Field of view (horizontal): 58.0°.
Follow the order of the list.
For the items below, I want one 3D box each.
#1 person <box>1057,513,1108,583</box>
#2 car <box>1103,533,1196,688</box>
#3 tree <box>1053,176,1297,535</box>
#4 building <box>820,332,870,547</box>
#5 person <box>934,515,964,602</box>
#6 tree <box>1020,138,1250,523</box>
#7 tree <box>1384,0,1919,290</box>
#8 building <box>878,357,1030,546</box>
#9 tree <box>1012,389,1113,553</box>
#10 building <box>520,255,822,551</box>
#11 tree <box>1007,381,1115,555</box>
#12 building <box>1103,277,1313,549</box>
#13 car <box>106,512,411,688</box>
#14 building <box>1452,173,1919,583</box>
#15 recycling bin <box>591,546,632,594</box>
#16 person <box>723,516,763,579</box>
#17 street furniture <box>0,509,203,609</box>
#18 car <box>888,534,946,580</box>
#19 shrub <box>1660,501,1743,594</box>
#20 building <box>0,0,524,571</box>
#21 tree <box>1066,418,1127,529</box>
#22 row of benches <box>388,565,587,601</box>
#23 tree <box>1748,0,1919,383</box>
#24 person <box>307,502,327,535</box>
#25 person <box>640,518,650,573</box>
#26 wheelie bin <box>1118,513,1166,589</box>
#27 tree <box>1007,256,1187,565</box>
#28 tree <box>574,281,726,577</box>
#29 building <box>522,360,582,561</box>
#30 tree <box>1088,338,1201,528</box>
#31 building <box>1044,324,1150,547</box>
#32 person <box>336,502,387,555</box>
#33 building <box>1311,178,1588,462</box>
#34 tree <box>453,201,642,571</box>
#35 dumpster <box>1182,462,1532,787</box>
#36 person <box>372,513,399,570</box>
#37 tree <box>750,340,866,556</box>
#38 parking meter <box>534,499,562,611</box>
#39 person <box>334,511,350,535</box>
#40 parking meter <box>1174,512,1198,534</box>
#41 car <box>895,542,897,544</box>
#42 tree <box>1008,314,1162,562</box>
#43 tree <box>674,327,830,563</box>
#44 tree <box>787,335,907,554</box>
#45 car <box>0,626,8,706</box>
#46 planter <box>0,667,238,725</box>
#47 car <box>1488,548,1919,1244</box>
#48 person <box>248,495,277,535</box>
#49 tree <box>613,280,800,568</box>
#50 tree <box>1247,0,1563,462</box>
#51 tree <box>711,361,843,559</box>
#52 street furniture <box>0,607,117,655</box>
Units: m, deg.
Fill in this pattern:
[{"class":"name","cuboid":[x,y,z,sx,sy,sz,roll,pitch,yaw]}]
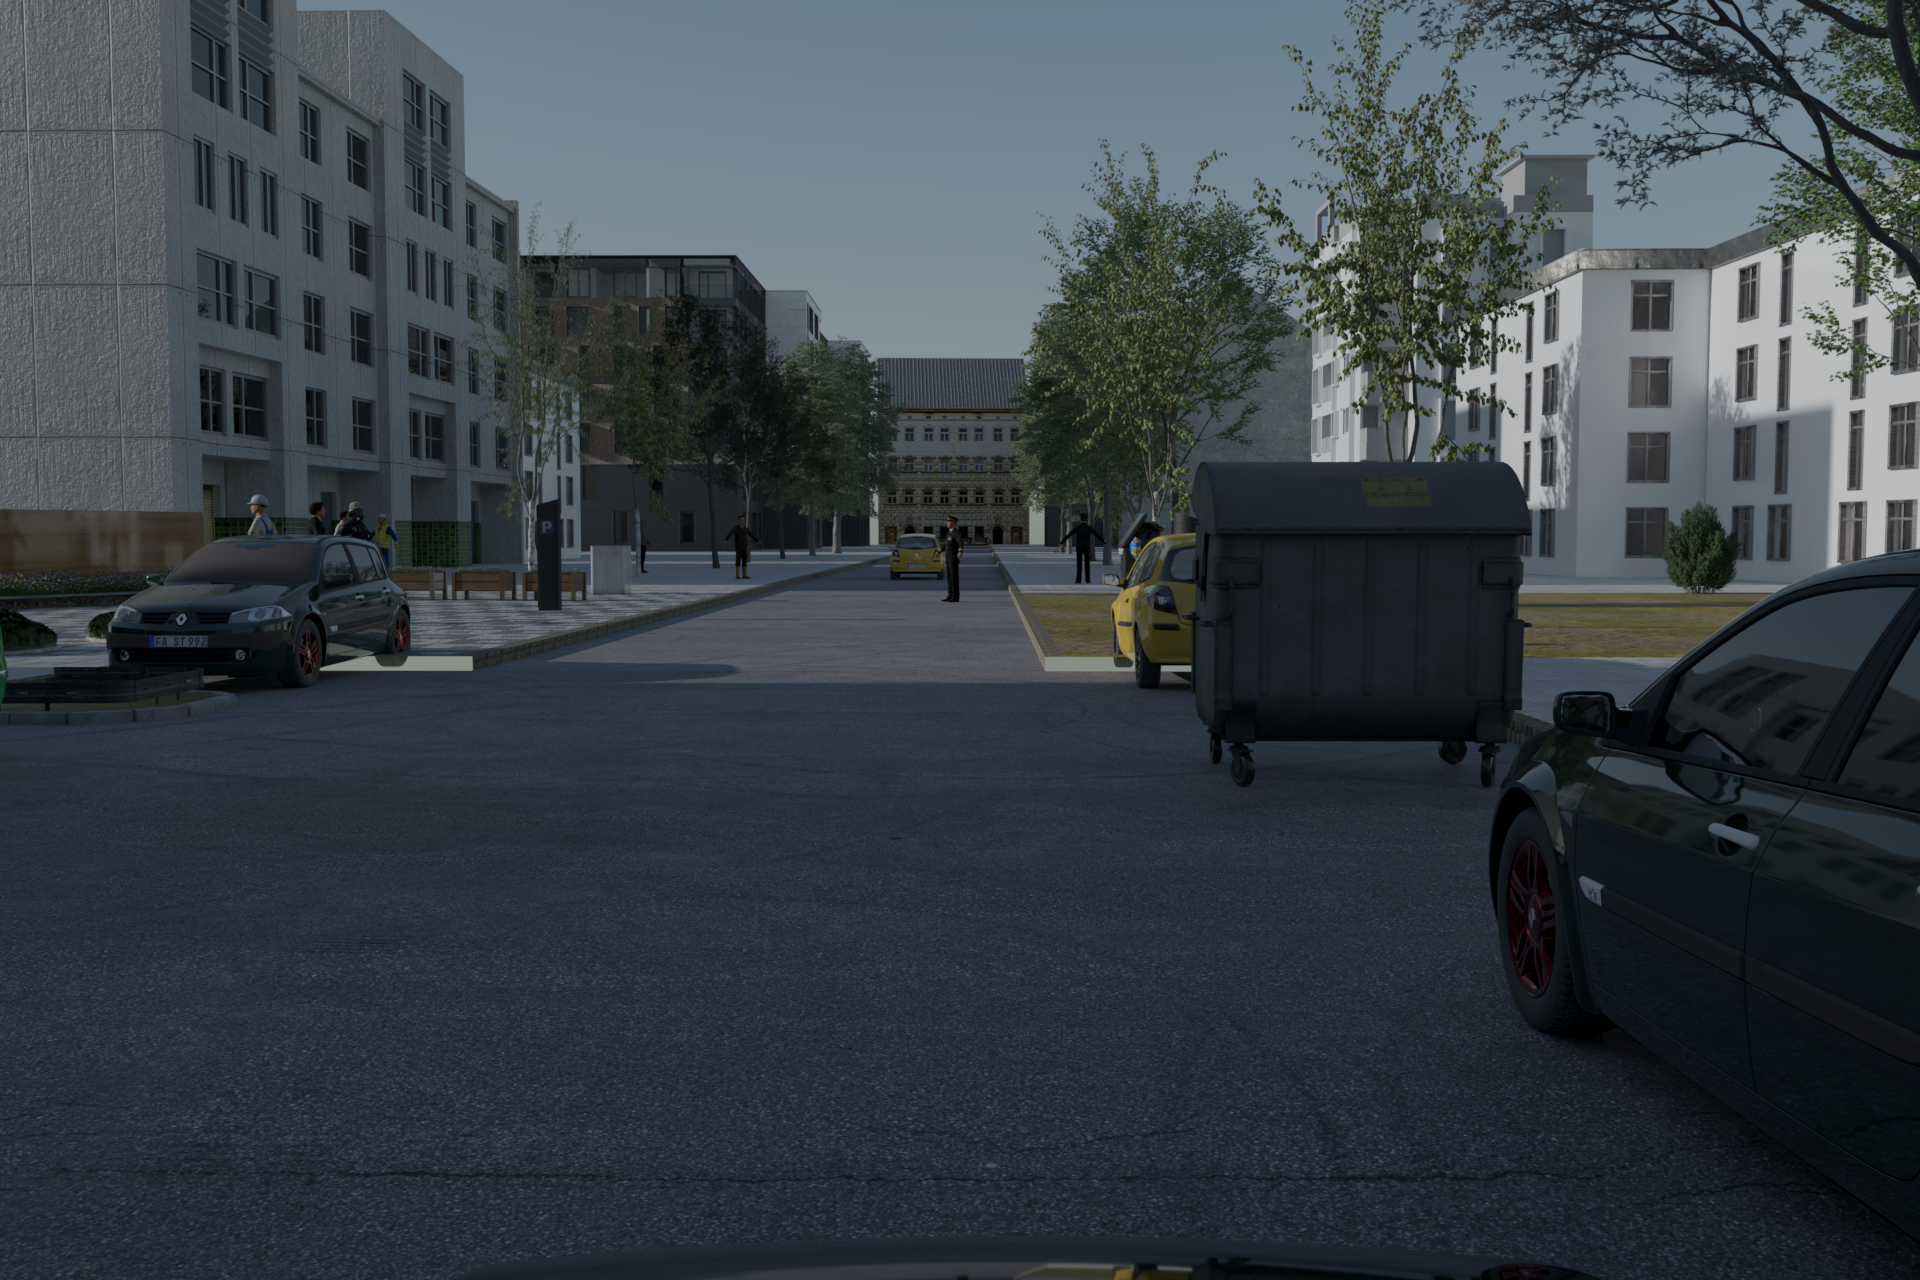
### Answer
[{"class":"person","cuboid":[3.207,-2.393,45.056,1.347,1.837,0.705,0,4,-4]},{"class":"car","cuboid":[2.495,-0.446,17.514,2.015,1.641,3.980,0,4,0]},{"class":"tree","cuboid":[6.279,-7.671,51.181,9.928,11.665,9.643,0,3,0]},{"class":"building","cuboid":[-24.498,-20.614,181.010,27.936,21.610,32.646,0,4,1]},{"class":"person","cuboid":[-0.184,-1.721,36.526,0.705,1.837,1.347,-2,4,-23]},{"class":"tree","cuboid":[3.477,-4.984,31.847,4.737,8.622,4.395,0,3,0]},{"class":"tree","cuboid":[8.027,-6.310,13.535,12.009,13.543,11.850,0,3,0]},{"class":"building","cuboid":[-1.118,-23.332,214.858,18.063,23.208,19.493,0,4,-2]},{"class":"tree","cuboid":[7.214,-11.864,119.726,9.928,11.665,9.643,0,3,0]},{"class":"building","cuboid":[-26.775,-18.312,143.378,27.936,21.610,32.646,0,4,0]},{"class":"tree","cuboid":[6.480,-11.584,107.525,7.486,12.596,7.792,0,3,0]},{"class":"building","cuboid":[22.979,-19.878,155.934,19.493,23.208,18.063,0,4,0]},{"class":"car","cuboid":[-6.905,-0.465,17.391,2.009,1.686,4.222,0,4,1]},{"class":"building","cuboid":[22.732,-6.665,51.122,9.099,9.664,28.070,0,4,1]},{"class":"recycling bin","cuboid":[-7.469,-1.502,37.104,0.722,1.027,0.722,0,4,2]},{"class":"person","cuboid":[-6.245,-2.659,49.609,1.346,1.812,0.704,-3,5,-41]},{"class":"street furniture","cuboid":[-18.032,-1.529,31.856,11.010,1.723,9.812,1,4,22]},{"class":"car","cuboid":[-1.336,-2.779,55.660,2.015,1.641,3.980,0,4,0]},{"class":"shrub","cuboid":[16.004,-2.018,37.410,1.690,2.028,1.600,0,3,0]},{"class":"building","cuboid":[-27.733,-11.783,59.107,16.747,18.905,31.486,0,4,2]},{"class":"tree","cuboid":[7.077,-8.595,90.892,4.737,8.622,4.395,0,3,0]},{"class":"row of benches","cuboid":[-9.324,-1.112,33.651,4.104,0.672,1.422,1,4,9]},{"class":"tree","cuboid":[16.613,-6.249,27.920,9.928,11.665,9.643,0,3,0]},{"class":"person","cuboid":[-10.464,-1.354,28.327,0.705,1.806,1.347,-2,4,-26]},{"class":"person","cuboid":[-10.462,-3.122,57.174,0.705,1.813,1.348,-1,4,-20]},{"class":"wheelie bin","cuboid":[2.702,-1.084,25.635,0.693,1.594,0.980,0,4,-1]},{"class":"tree","cuboid":[5.649,-9.318,70.480,7.486,12.596,7.792,0,3,0]},{"class":"tree","cuboid":[-9.315,-6.166,51.183,4.737,8.622,4.395,0,3,0]},{"class":"building","cuboid":[-25.014,-9.286,93.966,9.099,9.664,28.070,0,4,0]},{"class":"tree","cuboid":[6.368,-6.788,61.340,4.737,8.622,4.395,0,3,0]},{"class":"building","cuboid":[22.874,-20.850,184.878,27.936,21.610,32.646,0,4,1]},{"class":"person","cuboid":[-10.788,-1.544,31.023,0.705,1.856,1.354,1,4,20]},{"class":"building","cuboid":[25.393,-14.819,98.714,16.016,20.090,11.380,0,4,1]},{"class":"tree","cuboid":[-9.902,-5.424,39.053,4.360,8.622,3.978,0,3,0]},{"class":"dumpster","cuboid":[2.306,-0.126,10.279,1.865,1.857,1.264,0,4,1]},{"class":"person","cuboid":[-15.465,-2.467,46.305,1.349,1.833,0.705,2,4,28]},{"class":"tree","cuboid":[-9.058,-11.219,101.559,7.486,12.596,7.792,0,3,0]},{"class":"parking meter","cuboid":[-6.889,-1.423,28.972,0.399,1.863,0.255,0,4,0]},{"class":"person","cuboid":[-13.851,-2.014,39.121,0.705,1.806,1.347,0,4,5]},{"class":"parking meter","cuboid":[2.661,-0.714,20.089,0.372,1.533,0.369,0,3,0]},{"class":"car","cuboid":[-2.083,-4.458,84.684,2.131,1.459,4.920,0,4,1]},{"class":"tree","cuboid":[6.093,-9.495,80.995,9.928,11.665,9.643,0,3,0]},{"class":"tree","cuboid":[-9.208,-8.741,77.324,7.601,10.594,8.767,-2,4,-34]},{"class":"tree","cuboid":[-8.049,-12.626,113.087,9.857,13.997,8.962,0,3,0]},{"class":"car","cuboid":[-6.747,0.010,8.633,1.959,1.807,4.718,0,4,1]},{"class":"planter","cuboid":[-7.032,0.436,14.004,1.991,0.319,1.994,0,4,0]},{"class":"car","cuboid":[2.474,0.368,3.770,2.009,1.686,4.222,0,4,1]},{"class":"person","cuboid":[-10.073,-1.164,24.892,0.705,1.847,1.347,0,4,3]},{"class":"tree","cuboid":[-9.440,-7.948,64.369,7.601,10.594,8.767,0,4,-2]},{"class":"tree","cuboid":[5.969,-4.461,23.292,4.737,8.622,4.395,0,3,0]},{"class":"tree","cuboid":[-9.419,-9.436,88.694,7.601,10.594,8.767,1,4,12]},{"class":"street furniture","cuboid":[-13.309,-0.298,20.501,10.072,0.657,5.734,0,4,2]}]
